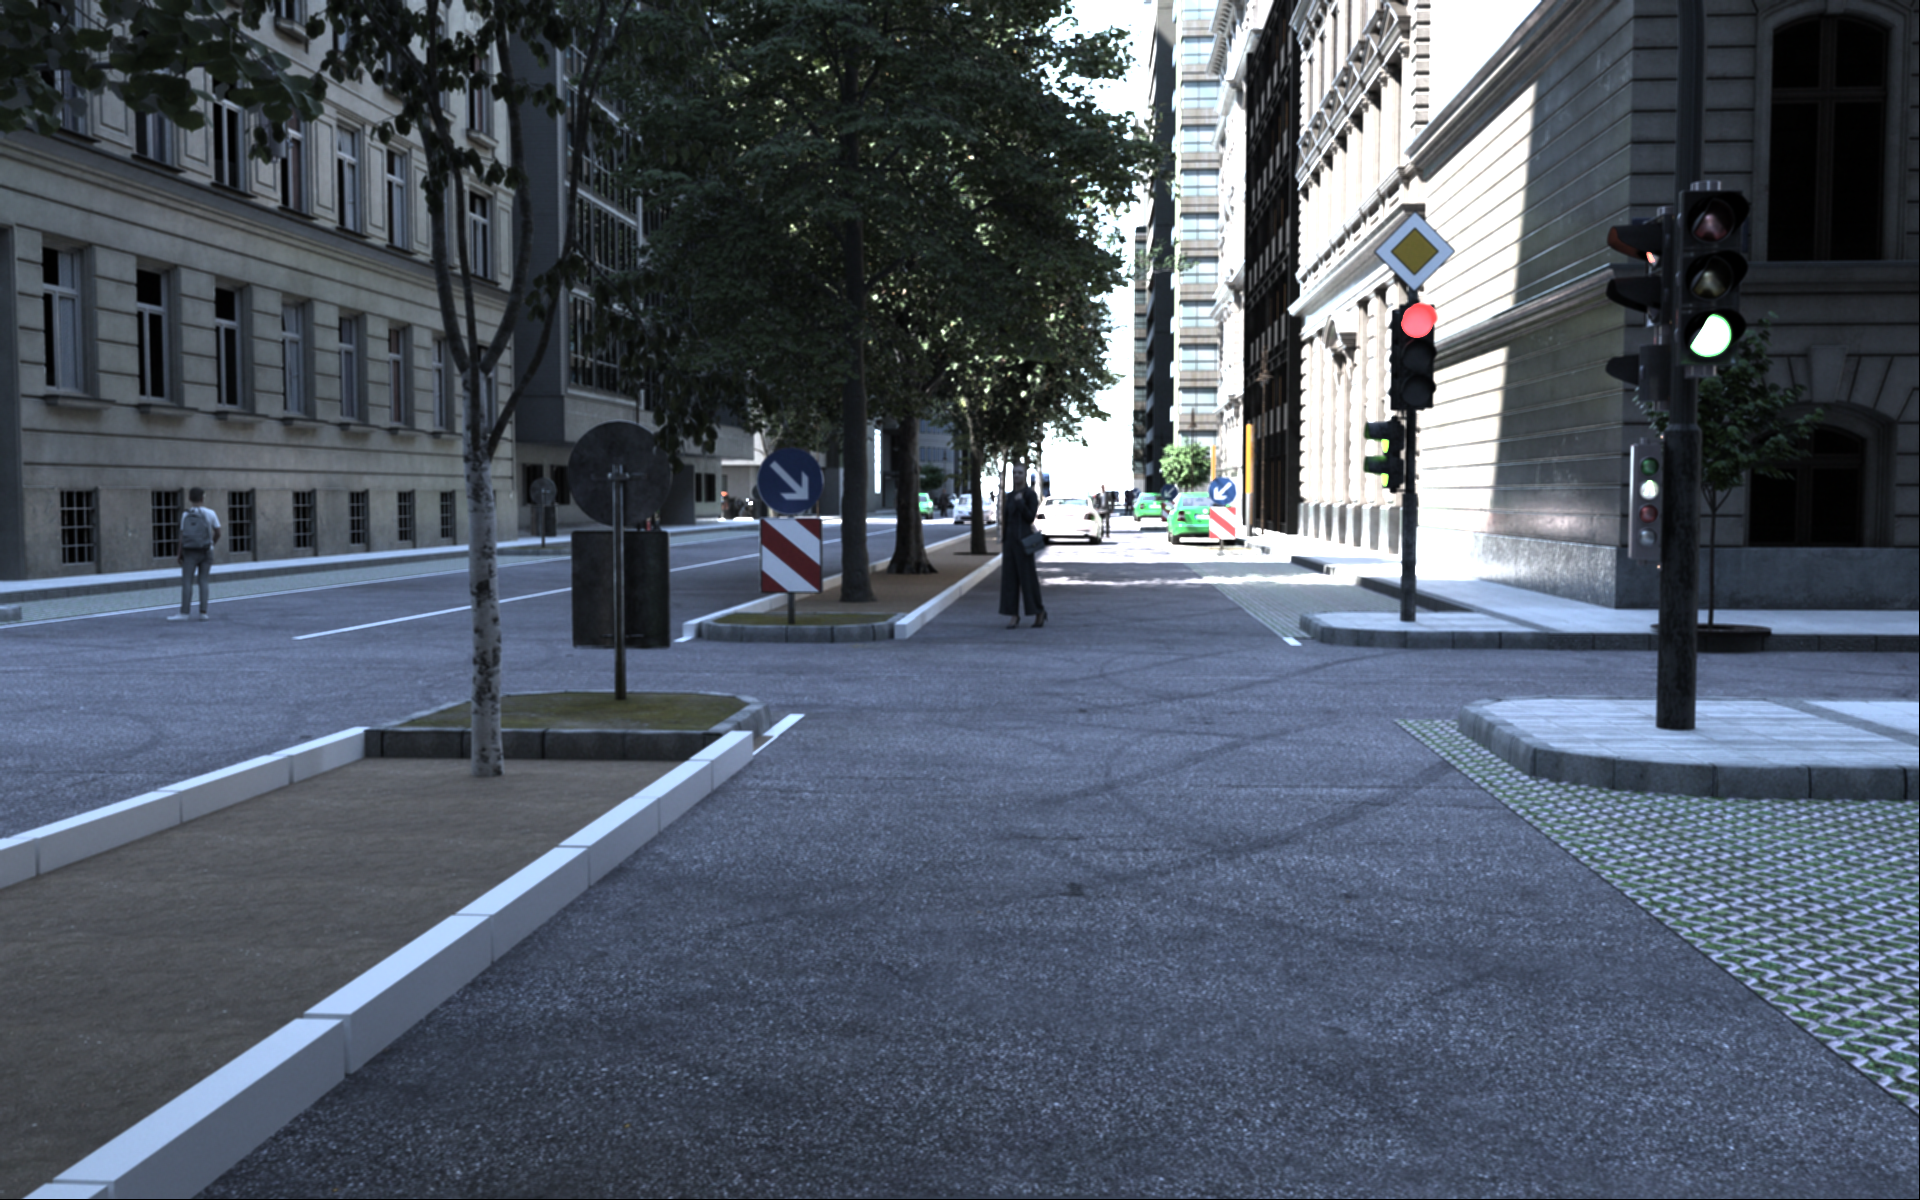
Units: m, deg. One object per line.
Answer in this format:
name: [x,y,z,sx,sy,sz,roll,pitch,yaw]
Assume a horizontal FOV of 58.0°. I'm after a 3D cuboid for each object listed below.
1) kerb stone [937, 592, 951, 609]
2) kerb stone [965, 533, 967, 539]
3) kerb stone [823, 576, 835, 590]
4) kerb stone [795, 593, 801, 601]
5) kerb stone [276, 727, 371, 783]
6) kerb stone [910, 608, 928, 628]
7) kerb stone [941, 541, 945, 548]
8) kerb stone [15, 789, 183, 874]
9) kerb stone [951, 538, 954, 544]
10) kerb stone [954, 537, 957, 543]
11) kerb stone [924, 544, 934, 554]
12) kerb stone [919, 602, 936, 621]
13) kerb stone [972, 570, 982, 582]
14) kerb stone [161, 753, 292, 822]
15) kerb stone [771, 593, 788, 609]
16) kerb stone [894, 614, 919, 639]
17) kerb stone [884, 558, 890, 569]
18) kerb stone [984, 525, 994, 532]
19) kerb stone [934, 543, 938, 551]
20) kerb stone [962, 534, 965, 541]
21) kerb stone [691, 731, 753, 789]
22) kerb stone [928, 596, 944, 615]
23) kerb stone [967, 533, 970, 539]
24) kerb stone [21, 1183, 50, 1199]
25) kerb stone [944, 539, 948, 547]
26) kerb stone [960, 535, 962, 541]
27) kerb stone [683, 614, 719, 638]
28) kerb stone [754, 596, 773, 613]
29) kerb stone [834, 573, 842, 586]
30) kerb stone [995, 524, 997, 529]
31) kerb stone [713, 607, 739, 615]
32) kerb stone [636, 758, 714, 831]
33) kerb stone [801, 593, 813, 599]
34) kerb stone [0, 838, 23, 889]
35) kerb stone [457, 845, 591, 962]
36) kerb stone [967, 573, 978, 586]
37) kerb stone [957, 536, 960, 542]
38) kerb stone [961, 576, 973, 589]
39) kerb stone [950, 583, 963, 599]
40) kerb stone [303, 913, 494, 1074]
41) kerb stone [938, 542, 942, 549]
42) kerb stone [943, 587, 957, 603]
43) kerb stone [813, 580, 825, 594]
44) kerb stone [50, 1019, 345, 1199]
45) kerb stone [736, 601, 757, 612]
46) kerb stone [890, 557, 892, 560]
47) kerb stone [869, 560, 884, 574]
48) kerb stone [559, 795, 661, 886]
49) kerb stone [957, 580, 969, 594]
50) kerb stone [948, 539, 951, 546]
kerb stone: [-0.247,0.031,21.692,0.120,0.150,1.000,0,4,4]
kerb stone: [0.056,-1.916,53.526,0.120,0.150,1.000,0,4,4]
kerb stone: [-2.032,-0.226,25.888,0.120,0.150,1.000,0,4,4]
kerb stone: [-2.271,-0.036,22.815,0.120,0.150,1.000,0,4,4]
kerb stone: [-3.303,0.806,9.028,0.120,0.150,1.000,0,4,4]
kerb stone: [-0.479,0.218,18.629,0.120,0.150,1.000,0,4,4]
kerb stone: [-0.562,-1.416,45.351,0.120,0.150,1.000,0,4,4]
kerb stone: [-3.462,0.933,6.976,0.120,0.150,1.000,0,4,4]
kerb stone: [-0.334,-1.604,48.414,0.120,0.150,1.000,0,4,4]
kerb stone: [-0.255,-1.666,49.433,0.120,0.150,1.000,0,4,4]
kerb stone: [-0.791,-1.224,42.269,0.120,0.150,1.000,0,4,4]
kerb stone: [-0.403,0.156,19.648,0.120,0.150,1.000,0,4,4]
kerb stone: [0.216,-0.343,27.810,0.120,0.150,1.000,0,4,4]
kerb stone: [-3.388,0.868,7.996,0.120,0.150,1.000,0,4,4]
kerb stone: [-2.342,0.024,21.795,0.120,0.150,1.000,0,4,4]
kerb stone: [-0.553,0.282,17.610,0.120,0.150,1.000,0,4,4]
kerb stone: [-1.502,-0.661,33.048,0.120,0.150,1.000,0,4,4]
kerb stone: [1.139,-2.785,67.827,0.120,0.150,1.000,0,4,4]
kerb stone: [-0.715,-1.290,43.288,0.120,0.150,1.000,0,4,4]
kerb stone: [-0.020,-1.848,52.508,0.120,0.150,1.000,0,4,4]
kerb stone: [-1.216,0.815,8.869,0.120,0.150,1.000,0,4,4]
kerb stone: [-0.325,0.093,20.672,0.120,0.150,1.000,0,4,4]
kerb stone: [0.130,-1.979,54.548,0.120,0.150,1.000,0,4,4]
kerb stone: [-1.678,1.191,2.724,0.120,0.150,1.000,0,4,4]
kerb stone: [-0.489,-1.478,46.370,0.120,0.150,1.000,0,4,4]
kerb stone: [-0.100,-1.789,51.488,0.120,0.150,1.000,0,4,4]
kerb stone: [-2.657,0.277,17.702,0.120,0.150,1.000,0,4,4]
kerb stone: [-2.425,0.087,20.768,0.120,0.150,1.000,0,4,4]
kerb stone: [-1.958,-0.287,26.908,0.120,0.150,1.000,0,4,4]
kerb stone: [1.298,-2.914,69.872,0.120,0.150,1.000,0,4,4]
kerb stone: [-2.581,0.212,18.726,0.120,0.150,1.000,0,4,4]
kerb stone: [-1.294,0.881,7.847,0.120,0.150,1.000,0,4,4]
kerb stone: [-2.196,-0.100,23.834,0.120,0.150,1.000,0,4,4]
kerb stone: [-3.540,0.993,5.957,0.120,0.150,1.000,0,4,4]
kerb stone: [-1.449,1.006,5.800,0.120,0.150,1.000,0,4,4]
kerb stone: [0.139,-0.281,26.791,0.120,0.150,1.000,0,4,4]
kerb stone: [-0.169,-1.729,50.468,0.120,0.150,1.000,0,4,4]
kerb stone: [0.061,-0.219,25.772,0.120,0.150,1.000,0,4,4]
kerb stone: [-0.095,-0.094,23.734,0.120,0.150,1.000,0,4,4]
kerb stone: [-1.525,1.065,4.776,0.120,0.150,1.000,0,4,4]
kerb stone: [-0.640,-1.353,44.314,0.120,0.150,1.000,0,4,4]
kerb stone: [-0.169,-0.032,22.711,0.120,0.150,1.000,0,4,4]
kerb stone: [-2.112,-0.158,24.863,0.120,0.150,1.000,0,4,4]
kerb stone: [-1.605,1.132,3.748,0.120,0.150,1.000,0,4,4]
kerb stone: [-2.500,0.150,19.749,0.120,0.150,1.000,0,4,4]
kerb stone: [-1.417,-0.720,34.073,0.120,0.150,1.000,0,4,4]
kerb stone: [-1.573,-0.601,32.023,0.120,0.150,1.000,0,4,4]
kerb stone: [-1.371,0.940,6.822,0.120,0.150,1.000,0,4,4]
kerb stone: [-0.007,-0.156,24.752,0.120,0.150,1.000,0,4,4]
kerb stone: [-0.407,-1.538,47.395,0.120,0.150,1.000,0,4,4]
